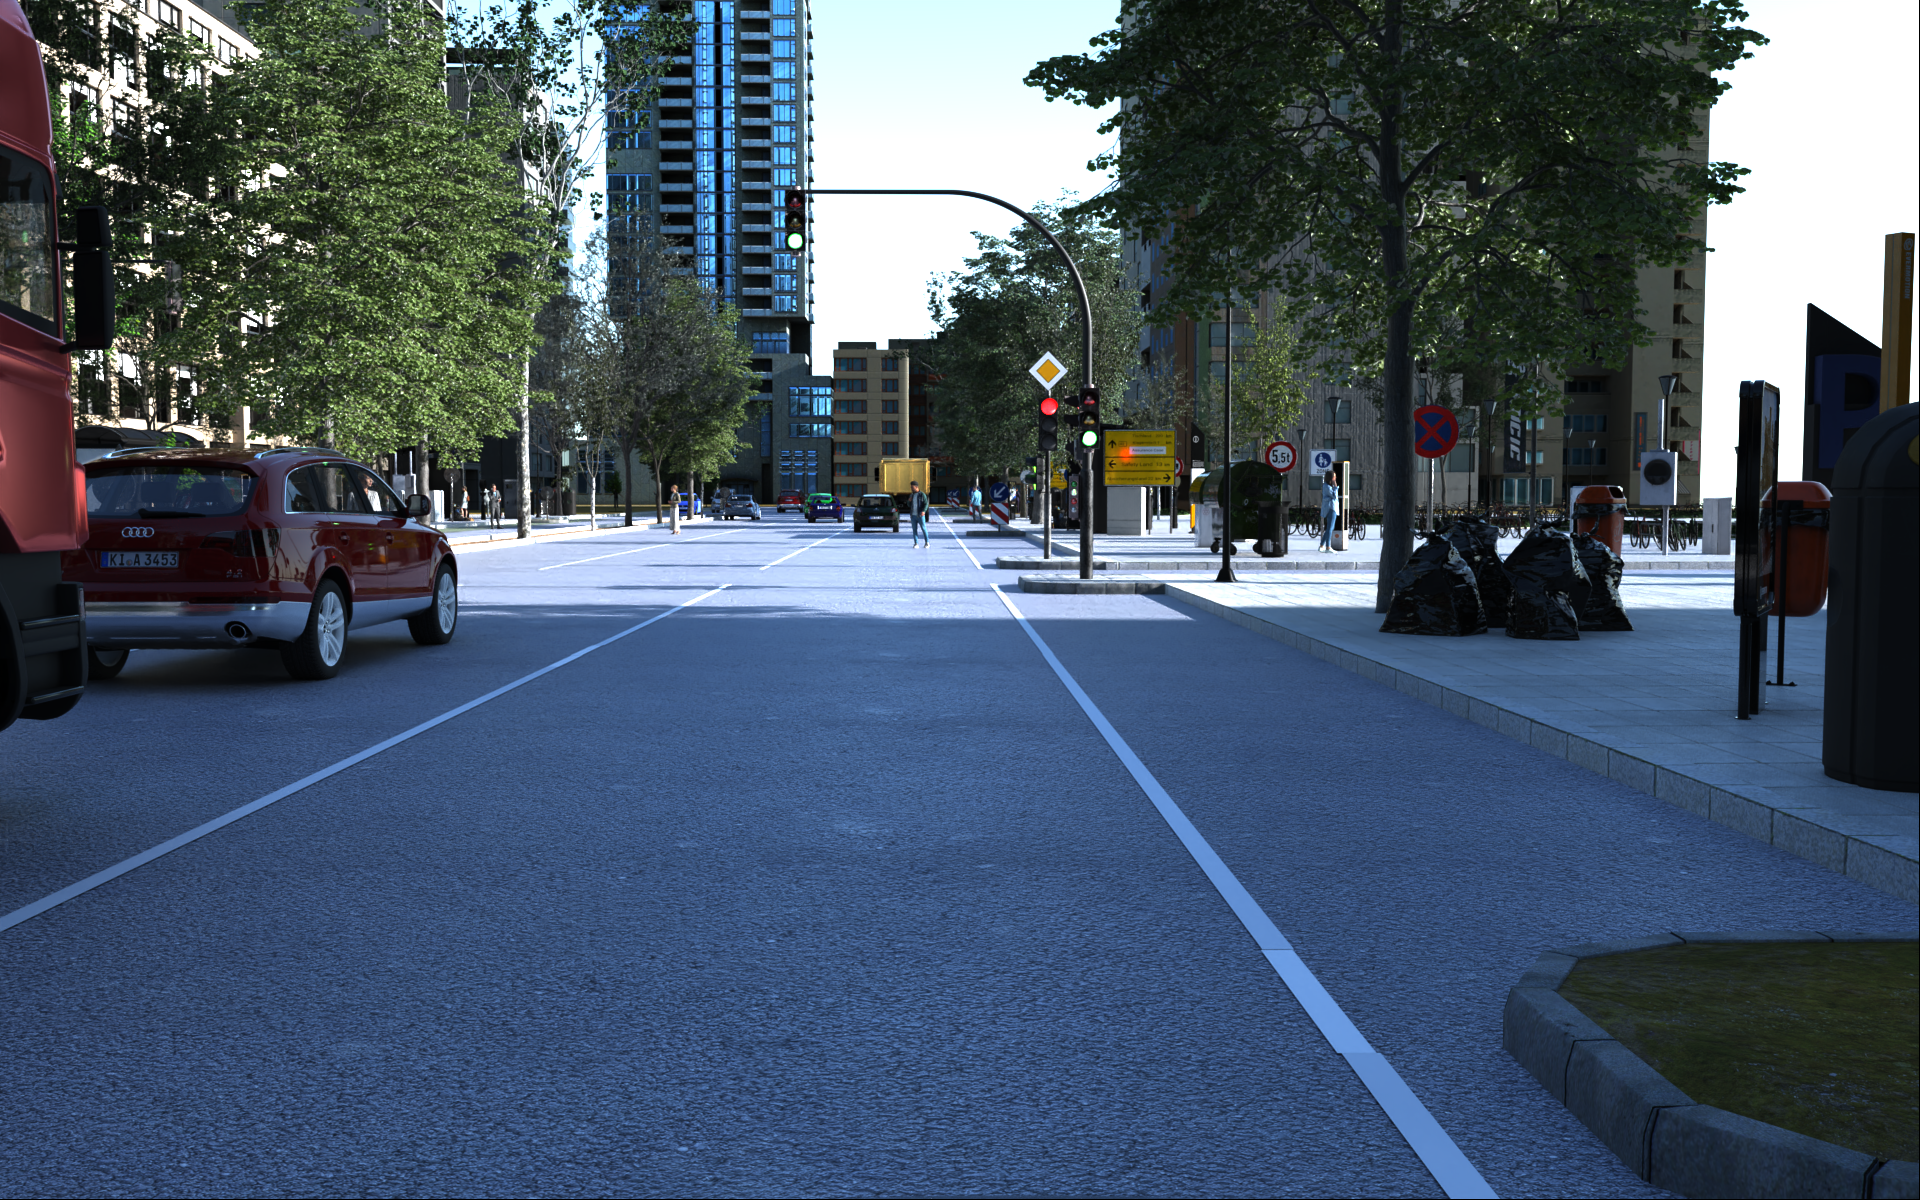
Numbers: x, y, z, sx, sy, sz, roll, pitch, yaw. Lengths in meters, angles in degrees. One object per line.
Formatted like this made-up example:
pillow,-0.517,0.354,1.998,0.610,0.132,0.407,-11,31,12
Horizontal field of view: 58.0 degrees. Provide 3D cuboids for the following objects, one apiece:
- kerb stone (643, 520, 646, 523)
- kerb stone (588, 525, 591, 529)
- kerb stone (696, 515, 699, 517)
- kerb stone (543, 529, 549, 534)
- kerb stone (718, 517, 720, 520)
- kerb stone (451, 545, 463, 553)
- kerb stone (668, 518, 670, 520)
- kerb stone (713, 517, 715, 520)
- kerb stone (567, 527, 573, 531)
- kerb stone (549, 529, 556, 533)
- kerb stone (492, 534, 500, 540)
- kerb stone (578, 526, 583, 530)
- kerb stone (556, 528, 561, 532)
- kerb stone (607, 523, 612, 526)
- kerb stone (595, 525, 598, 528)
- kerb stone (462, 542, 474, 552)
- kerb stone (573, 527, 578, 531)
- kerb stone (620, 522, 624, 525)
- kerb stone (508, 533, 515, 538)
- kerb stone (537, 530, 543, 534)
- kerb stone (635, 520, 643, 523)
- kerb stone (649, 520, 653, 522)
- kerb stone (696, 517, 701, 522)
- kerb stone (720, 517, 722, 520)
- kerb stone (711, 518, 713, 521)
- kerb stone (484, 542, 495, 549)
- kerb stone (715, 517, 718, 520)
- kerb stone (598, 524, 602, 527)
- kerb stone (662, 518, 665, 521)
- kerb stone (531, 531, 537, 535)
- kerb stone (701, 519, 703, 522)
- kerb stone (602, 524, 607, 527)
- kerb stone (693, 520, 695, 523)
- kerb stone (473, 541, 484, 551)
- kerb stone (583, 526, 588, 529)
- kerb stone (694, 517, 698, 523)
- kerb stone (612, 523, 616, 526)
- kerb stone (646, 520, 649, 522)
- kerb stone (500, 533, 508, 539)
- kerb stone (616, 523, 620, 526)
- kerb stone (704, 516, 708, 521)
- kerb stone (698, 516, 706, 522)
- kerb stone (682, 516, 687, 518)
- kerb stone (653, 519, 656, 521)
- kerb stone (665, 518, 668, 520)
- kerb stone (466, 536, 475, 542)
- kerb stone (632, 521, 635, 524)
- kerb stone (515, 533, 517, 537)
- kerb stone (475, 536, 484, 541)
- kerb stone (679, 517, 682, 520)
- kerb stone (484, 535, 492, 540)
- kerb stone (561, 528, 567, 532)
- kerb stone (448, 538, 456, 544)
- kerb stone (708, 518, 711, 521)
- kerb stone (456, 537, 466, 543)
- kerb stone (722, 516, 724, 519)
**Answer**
kerb stone,-15.328,-3.724,83.080,0.120,0.150,1.000,0,4,-1
kerb stone,-15.030,-2.908,69.749,0.120,0.150,1.000,0,4,-1
kerb stone,-15.746,-4.915,102.547,0.120,0.150,1.000,0,4,-1
kerb stone,-14.859,-2.406,61.541,0.120,0.150,1.000,0,4,-1
kerb stone,-13.491,-4.479,95.420,0.120,0.150,1.000,0,4,-1
kerb stone,-12.336,-1.217,42.098,0.120,0.150,1.000,0,4,-1
kerb stone,-15.498,-4.225,91.274,0.120,0.150,1.000,0,4,-1
kerb stone,-13.444,-4.351,93.353,0.120,0.150,1.000,0,4,-1
kerb stone,-14.941,-2.658,65.650,0.120,0.150,1.000,0,4,-1
kerb stone,-14.867,-2.467,62.569,0.120,0.150,1.000,0,4,-1
kerb stone,-14.694,-1.968,54.366,0.120,0.150,1.000,0,4,-1
kerb stone,-14.987,-2.777,67.694,0.120,0.150,1.000,0,4,-1
kerb stone,-14.897,-2.528,63.596,0.120,0.150,1.000,0,4,-1
kerb stone,-15.118,-3.159,73.850,0.120,0.150,1.000,0,4,-1
kerb stone,-15.052,-2.971,70.772,0.120,0.150,1.000,0,4,-1
kerb stone,-12.354,-1.280,43.125,0.120,0.150,1.000,0,4,-1
kerb stone,-14.958,-2.720,66.672,0.120,0.150,1.000,0,4,-1
kerb stone,-15.180,-3.347,76.921,0.120,0.150,1.000,0,4,-1
kerb stone,-14.748,-2.093,56.415,0.120,0.150,1.000,0,4,-1
kerb stone,-14.830,-2.343,60.510,0.120,0.150,1.000,0,4,-1
kerb stone,-15.296,-3.661,82.054,0.120,0.150,1.000,0,4,-1
kerb stone,-15.363,-3.849,85.133,0.120,0.150,1.000,0,4,-1
kerb stone,-13.307,-3.972,87.216,0.120,0.150,1.000,0,4,-1
kerb stone,-13.512,-4.536,96.447,0.120,0.150,1.000,0,4,-1
kerb stone,-13.420,-4.290,92.331,0.120,0.150,1.000,0,4,-1
kerb stone,-12.391,-1.398,45.181,0.120,0.150,1.000,0,4,-1
kerb stone,-13.460,-4.414,94.386,0.120,0.150,1.000,0,4,-1
kerb stone,-15.079,-3.034,71.801,0.120,0.150,1.000,0,4,-1
kerb stone,-15.453,-4.100,89.229,0.120,0.150,1.000,0,4,-1
kerb stone,-14.806,-2.278,59.488,0.120,0.150,1.000,0,4,-1
kerb stone,-13.333,-4.039,88.239,0.120,0.150,1.000,0,4,-1
kerb stone,-15.101,-3.097,72.825,0.120,0.150,1.000,0,4,-1
kerb stone,-13.270,-3.850,85.166,0.120,0.150,1.000,0,4,-1
kerb stone,-12.374,-1.343,44.150,0.120,0.150,1.000,0,4,-1
kerb stone,-15.008,-2.840,68.721,0.120,0.150,1.000,0,4,-1
kerb stone,-13.294,-3.914,86.193,0.120,0.150,1.000,0,4,-1
kerb stone,-15.139,-3.222,74.872,0.120,0.150,1.000,0,4,-1
kerb stone,-15.350,-3.787,84.111,0.120,0.150,1.000,0,4,-1
kerb stone,-14.717,-2.027,55.388,0.120,0.150,1.000,0,4,-1
kerb stone,-15.164,-3.285,75.899,0.120,0.150,1.000,0,4,-1
kerb stone,-13.378,-4.164,90.284,0.120,0.150,1.000,0,4,-1
kerb stone,-13.359,-4.100,89.262,0.120,0.150,1.000,0,4,-1
kerb stone,-15.626,-4.602,97.437,0.120,0.150,1.000,0,4,-1
kerb stone,-15.388,-3.912,86.161,0.120,0.150,1.000,0,4,-1
kerb stone,-15.475,-4.162,90.252,0.120,0.150,1.000,0,4,-1
kerb stone,-14.635,-1.779,51.281,0.120,0.150,1.000,0,4,-1
kerb stone,-15.259,-3.532,80.007,0.120,0.150,1.000,0,4,-1
kerb stone,-14.768,-2.151,57.438,0.120,0.150,1.000,0,4,-1
kerb stone,-14.654,-1.840,52.312,0.120,0.150,1.000,0,4,-1
kerb stone,-15.587,-4.476,95.383,0.120,0.150,1.000,0,4,-1
kerb stone,-14.676,-1.897,53.334,0.120,0.150,1.000,0,4,-1
kerb stone,-14.920,-2.595,64.624,0.120,0.150,1.000,0,4,-1
kerb stone,-14.582,-1.651,49.238,0.120,0.150,1.000,0,4,-1
kerb stone,-13.396,-4.225,91.309,0.120,0.150,1.000,0,4,-1
kerb stone,-14.610,-1.716,50.260,0.120,0.150,1.000,0,4,-1
kerb stone,-13.534,-4.604,97.469,0.120,0.150,1.000,0,4,-1
